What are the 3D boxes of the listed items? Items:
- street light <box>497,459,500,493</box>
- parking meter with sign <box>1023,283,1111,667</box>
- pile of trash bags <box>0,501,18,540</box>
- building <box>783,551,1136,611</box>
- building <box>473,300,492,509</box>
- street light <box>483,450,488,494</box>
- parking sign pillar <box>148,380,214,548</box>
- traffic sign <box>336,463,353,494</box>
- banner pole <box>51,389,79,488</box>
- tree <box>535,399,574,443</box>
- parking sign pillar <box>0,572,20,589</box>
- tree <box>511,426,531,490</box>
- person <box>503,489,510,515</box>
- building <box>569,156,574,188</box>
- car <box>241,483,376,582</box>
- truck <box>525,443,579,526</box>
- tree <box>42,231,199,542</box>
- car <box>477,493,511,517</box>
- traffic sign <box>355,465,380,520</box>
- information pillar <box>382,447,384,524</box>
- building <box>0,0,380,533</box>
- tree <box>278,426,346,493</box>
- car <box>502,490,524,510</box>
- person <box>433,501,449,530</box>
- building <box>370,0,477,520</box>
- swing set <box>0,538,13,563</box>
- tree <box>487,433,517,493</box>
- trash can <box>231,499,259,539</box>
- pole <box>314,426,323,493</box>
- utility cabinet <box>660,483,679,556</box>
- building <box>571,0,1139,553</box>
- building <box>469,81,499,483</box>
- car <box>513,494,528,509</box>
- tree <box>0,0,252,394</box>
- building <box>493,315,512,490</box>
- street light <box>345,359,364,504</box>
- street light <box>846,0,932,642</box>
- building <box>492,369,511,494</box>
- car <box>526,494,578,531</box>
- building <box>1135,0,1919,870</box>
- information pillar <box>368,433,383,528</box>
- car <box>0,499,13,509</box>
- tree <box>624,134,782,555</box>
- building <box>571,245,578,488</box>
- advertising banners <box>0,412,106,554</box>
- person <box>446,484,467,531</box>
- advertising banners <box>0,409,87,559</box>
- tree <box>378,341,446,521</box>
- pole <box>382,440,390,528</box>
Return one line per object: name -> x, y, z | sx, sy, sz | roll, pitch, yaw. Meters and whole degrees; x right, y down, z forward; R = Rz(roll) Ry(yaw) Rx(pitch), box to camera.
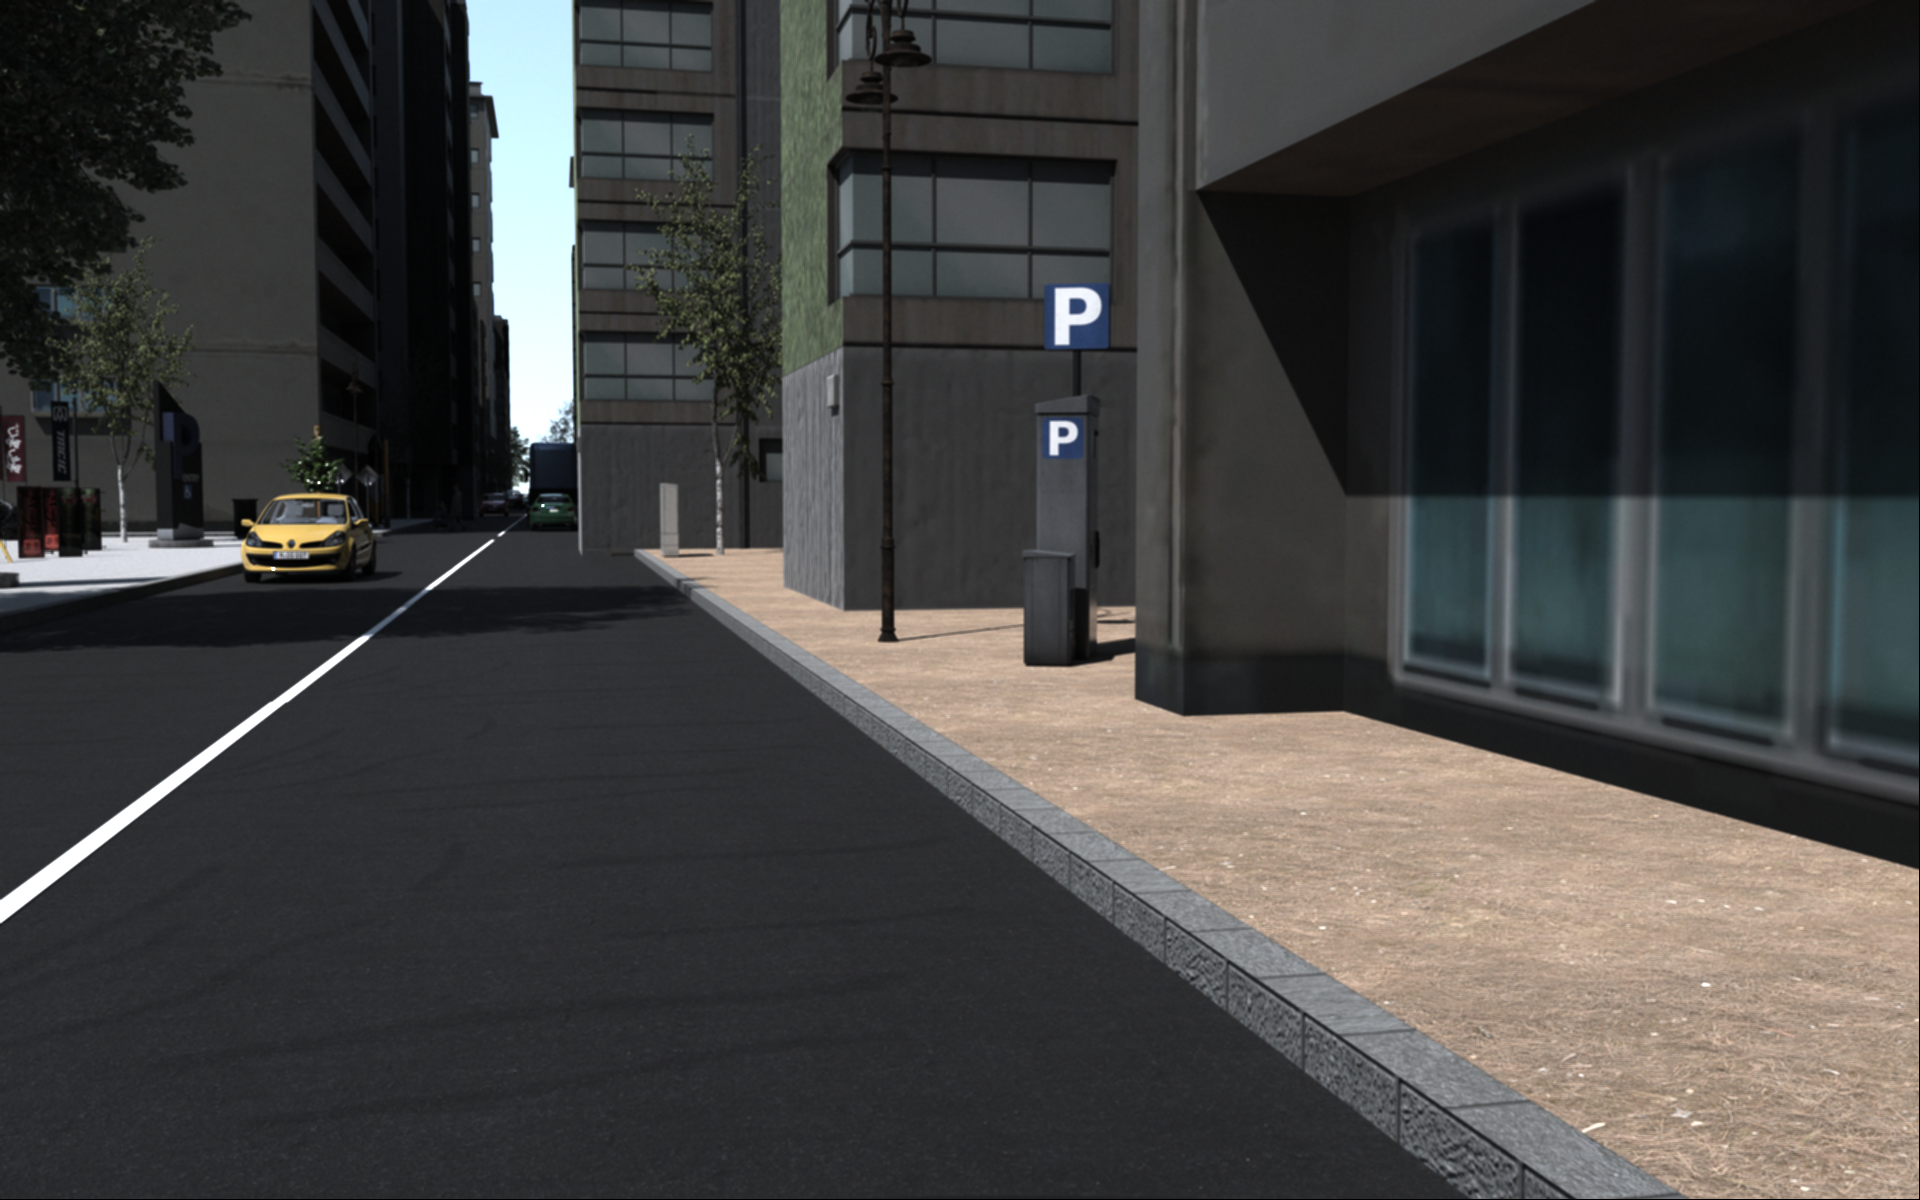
street light -> -57.271, -14.828, 215.219 | 0.468, 5.910, 1.993 | -1, 4, -13
parking meter with sign -> 0.823, -1.061, 13.617 | 0.543, 3.016, 1.738 | 1, 4, 10
pile of trash bags -> -27.578, -2.315, 47.609 | 3.447, 1.369, 1.912 | -3, 5, -42
building -> 4.002, -20.941, 25.982 | 14.154, 41.232, 14.086 | -1, 4, -13
building -> -59.453, -19.471, 163.390 | 27.650, 21.520, 28.899 | -1, 4, -13
street light -> -47.156, -12.192, 172.124 | 0.468, 5.910, 1.993 | -1, 4, -13
parking sign pillar -> -18.801, -3.255, 41.696 | 1.447, 3.967, 1.447 | 0, 4, 8
traffic sign -> -18.440, -2.927, 51.495 | 0.795, 2.450, 0.064 | -1, 4, -13
banner pole -> -21.256, -3.135, 41.267 | 0.401, 3.779, 0.863 | 2, 4, 25
tree -> -48.175, -18.778, 217.393 | 12.009, 13.543, 11.850 | 0, 3, 0
parking sign pillar -> -13.690, -2.148, 23.584 | 1.447, 3.967, 1.447 | -2, 4, -32
tree -> -74.415, -22.582, 287.343 | 7.486, 12.596, 7.792 | 0, 3, 0
person -> -29.945, -6.458, 114.434 | 0.444, 1.785, 0.601 | 0, 4, 6
building -> -44.791, -41.353, 265.356 | 28.713, 52.752, 27.495 | -1, 4, -13
car -> -11.020, -1.175, 29.431 | 2.015, 1.641, 3.980 | -1, 4, -11
truck -> -19.925, -5.822, 84.955 | 2.967, 4.110, 18.799 | -1, 4, -13
tree -> -22.208, -5.834, 45.751 | 4.737, 8.622, 4.395 | 0, 3, 0
car -> -29.844, -6.223, 110.781 | 2.155, 1.783, 4.494 | -1, 4, -14
traffic sign -> -20.263, -3.402, 59.270 | 0.795, 2.450, 0.064 | -1, 4, -13
information pillar -> -24.520, -5.014, 73.333 | 0.183, 3.616, 0.504 | -3, 4, -36
building -> -34.516, -27.008, 65.278 | 21.300, 48.544, 21.600 | -1, 4, -13
tree -> -18.322, -3.360, 49.538 | 1.663, 3.219, 1.824 | 0, 3, 0
car -> -40.442, -9.013, 156.032 | 2.281, 1.827, 5.304 | -1, 4, -13
person -> -20.795, -3.370, 69.093 | 0.738, 1.151, 1.012 | 0, 4, -2
building -> -33.620, -19.623, 92.542 | 14.160, 30.474, 14.107 | -1, 4, -13
swing set -> -19.021, -2.036, 30.911 | 2.862, 2.851, 3.119 | 0, 4, -6
tree -> -55.290, -15.740, 207.717 | 4.360, 8.622, 3.978 | 0, 3, 0
trash can -> -20.452, -2.319, 49.565 | 0.748, 1.137, 0.748 | 0, 3, 0
pole -> -19.194, -3.549, 51.866 | 0.158, 3.312, 0.155 | 0, 3, 0
utility cabinet -> -5.967, -1.647, 35.610 | 0.318, 1.500, 1.173 | -1, 4, -13
building -> -3.436, -22.220, 46.884 | 14.154, 41.232, 14.086 | -1, 4, -13
building -> -74.176, -38.763, 223.007 | 28.713, 52.752, 27.495 | -1, 4, -13
car -> -42.693, -9.803, 169.075 | 1.959, 1.807, 4.718 | -1, 4, -15
tree -> -11.018, -6.704, 16.271 | 9.857, 13.997, 8.962 | 0, 3, 0
building -> -78.452, -30.699, 273.635 | 14.160, 30.474, 14.107 | -1, 4, -13
street light -> -20.735, -5.302, 59.470 | 0.468, 5.910, 1.993 | -1, 4, -13
street light -> -0.626, -2.575, 14.895 | 0.468, 5.910, 1.993 | -1, 4, -13
building -> -79.912, -24.862, 251.525 | 27.650, 21.520, 28.899 | -1, 4, -13
car -> -15.997, -3.452, 68.233 | 2.131, 1.459, 4.920 | -1, 4, -13
building -> 13.857, -23.111, 1.569 | 21.300, 48.544, 21.600 | -1, 4, -13
information pillar -> -22.435, -4.579, 66.218 | 0.504, 3.616, 0.183 | 3, 4, 39
car -> -29.975, -2.623, 53.111 | 3.980, 1.641, 2.015 | -1, 4, -11
tree -> -4.829, -5.259, 36.351 | 4.737, 8.622, 4.395 | 0, 3, 0
building -> -38.231, -26.385, 203.090 | 14.160, 30.474, 14.107 | -1, 4, -13
advertising banners -> -20.358, -2.610, 38.857 | 2.074, 3.025, 0.090 | -2, 4, -29
person -> -19.478, -3.571, 66.981 | 0.767, 1.812, 0.694 | -1, 4, -10
advertising banners -> -18.617, -2.356, 34.705 | 0.090, 3.025, 2.074 | 3, 5, 40
tree -> -26.760, -8.125, 83.211 | 4.360, 8.622, 3.978 | 0, 3, 0
pole -> -21.468, -4.340, 64.795 | 0.158, 3.312, 0.155 | 0, 3, 0
